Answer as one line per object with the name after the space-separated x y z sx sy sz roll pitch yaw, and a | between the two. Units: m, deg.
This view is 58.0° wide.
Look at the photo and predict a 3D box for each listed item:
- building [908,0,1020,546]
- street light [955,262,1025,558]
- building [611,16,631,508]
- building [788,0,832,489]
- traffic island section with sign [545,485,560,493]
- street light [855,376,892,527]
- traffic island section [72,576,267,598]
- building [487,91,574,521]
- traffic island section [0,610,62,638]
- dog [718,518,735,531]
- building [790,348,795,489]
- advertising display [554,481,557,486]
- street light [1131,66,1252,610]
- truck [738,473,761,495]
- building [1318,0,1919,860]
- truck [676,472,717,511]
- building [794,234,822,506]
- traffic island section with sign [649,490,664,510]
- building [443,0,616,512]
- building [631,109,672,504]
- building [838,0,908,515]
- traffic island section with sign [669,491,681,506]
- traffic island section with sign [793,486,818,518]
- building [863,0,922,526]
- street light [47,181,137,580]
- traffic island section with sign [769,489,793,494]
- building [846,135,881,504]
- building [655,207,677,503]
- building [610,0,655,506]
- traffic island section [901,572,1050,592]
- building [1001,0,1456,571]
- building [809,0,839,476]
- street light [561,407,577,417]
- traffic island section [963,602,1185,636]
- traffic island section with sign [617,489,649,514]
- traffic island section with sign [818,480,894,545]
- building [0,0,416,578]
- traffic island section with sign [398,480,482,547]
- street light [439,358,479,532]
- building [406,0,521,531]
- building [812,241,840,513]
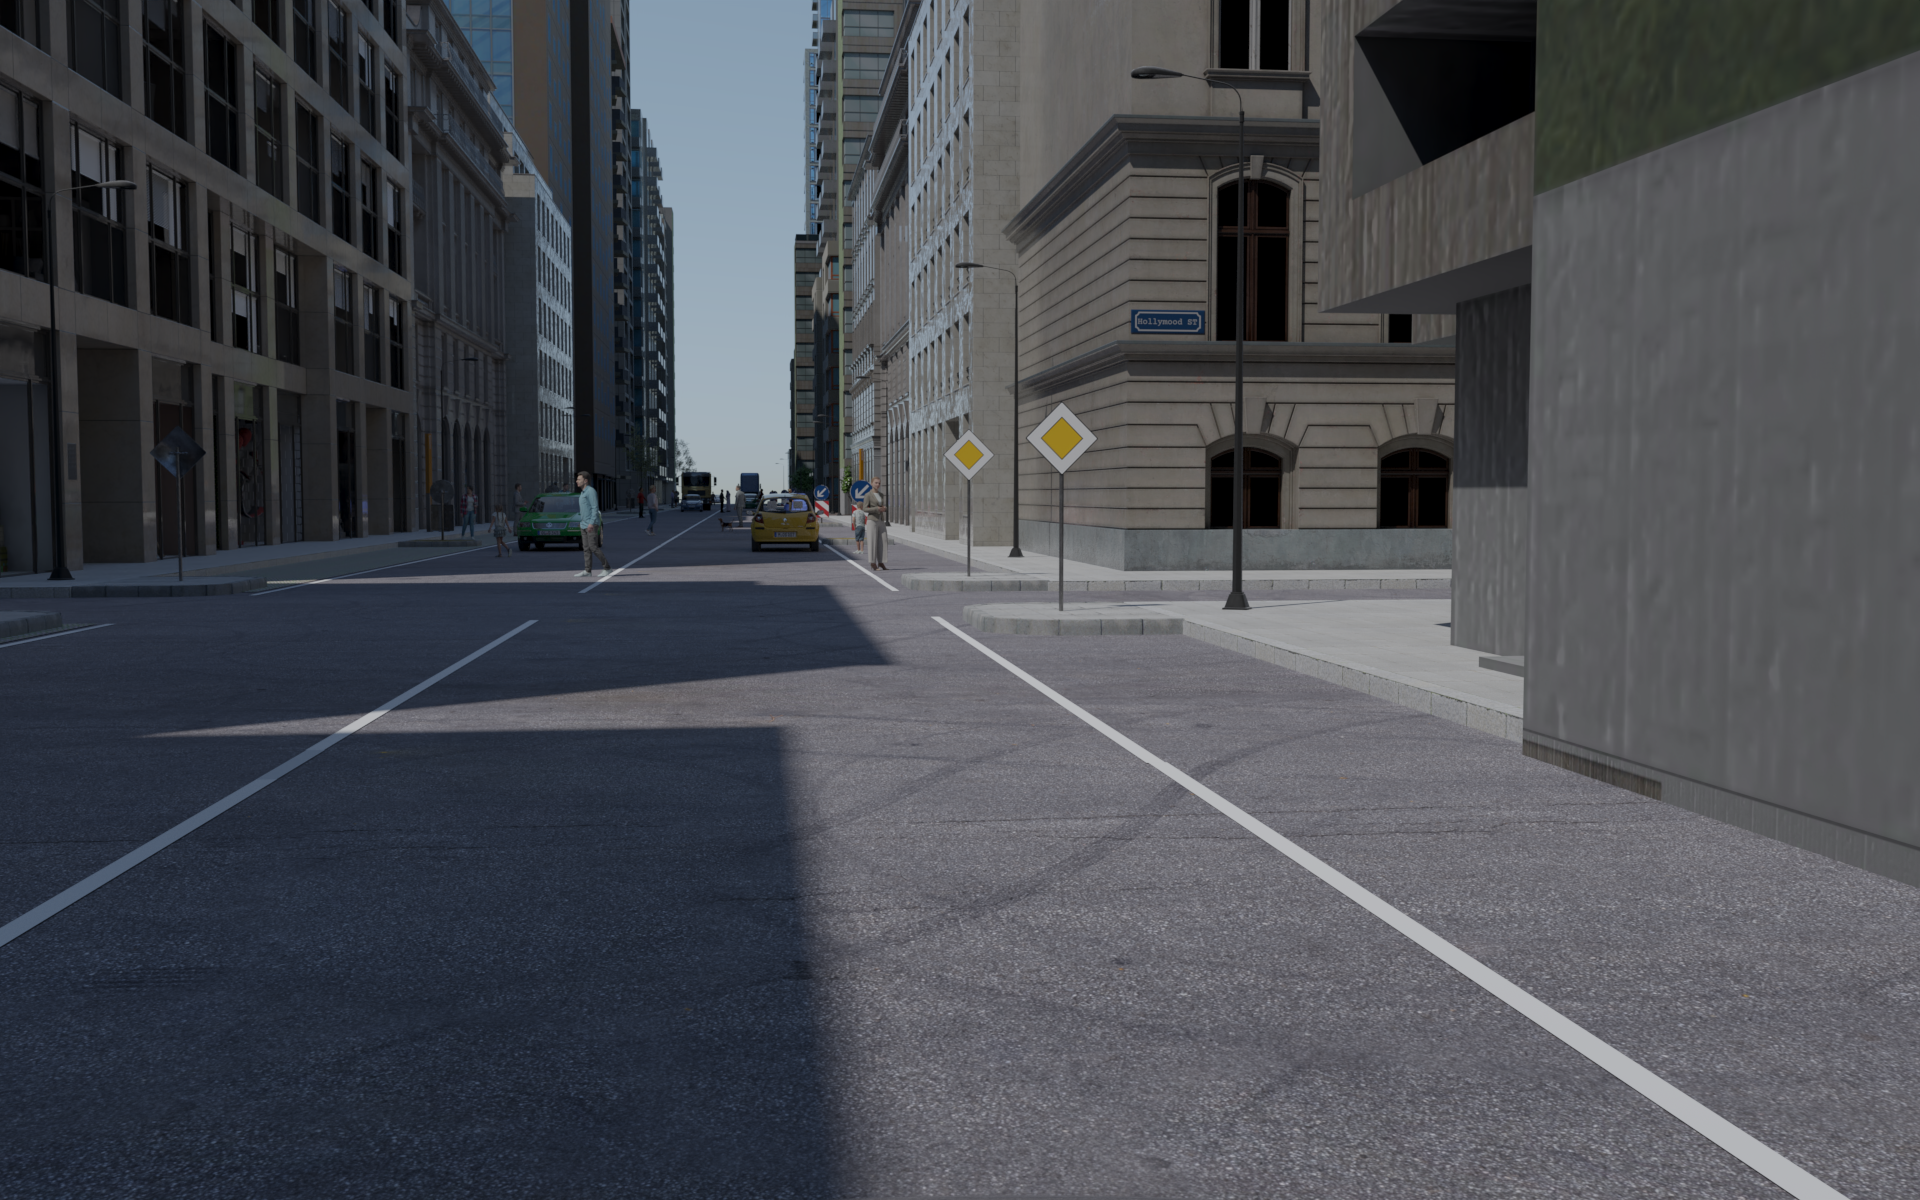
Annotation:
4.454 -11.980 50.618 10.420 20.320 16.860 0 4 -7 | building
0.598 -3.812 34.871 1.470 5.913 1.316 0 4 -7 | street light
-41.593 -30.673 156.132 22.147 44.769 28.867 0 4 -7 | building
-12.982 -56.981 244.311 22.319 86.520 31.000 0 4 -7 | building
-17.530 -4.040 74.686 1.989 1.847 2.006 0 4 -7 | traffic island section with sign
-3.409 -5.845 68.110 1.470 5.913 1.316 0 4 -7 | street light
-11.498 -0.198 25.512 2.009 0.180 2.903 0 4 -7 | traffic island section
-26.363 -14.407 90.300 10.420 20.320 16.860 0 4 -7 | building
-10.528 0.287 17.586 2.009 0.180 2.903 0 4 -7 | traffic island section
-8.985 -2.893 66.590 0.540 0.507 0.406 -2 4 -28 | dog
-7.063 -22.744 216.901 27.650 21.520 28.899 0 4 -7 | building
-20.698 -5.105 88.678 0.123 1.923 0.974 -1 4 -15 | advertising display
2.547 -2.844 19.049 1.470 5.913 1.316 0 4 -7 | street light
-25.683 -13.625 212.529 2.967 4.110 18.799 0 4 -8 | truck
9.804 -14.667 11.515 14.160 30.474 14.107 0 4 -7 | building
-23.146 -9.547 152.019 3.469 3.379 9.791 -1 4 -9 | truck
-11.566 -25.857 194.456 14.160 30.474 14.107 0 4 -7 | building
-26.951 -8.743 151.583 1.989 1.847 2.006 0 4 -7 | traffic island section with sign
-34.658 -29.676 135.308 14.600 45.320 14.200 0 4 -7 | building
-48.500 -36.484 216.121 23.786 49.044 30.456 0 4 -7 | building
-0.887 -26.181 111.662 14.154 41.232 14.086 0 4 -7 | building
-33.597 -12.067 205.921 1.989 1.847 2.006 0 4 -7 | traffic island section with sign
-6.236 -4.144 76.375 1.989 1.847 2.006 0 4 -7 | traffic island section with sign
3.422 -14.059 71.671 13.314 21.916 24.055 0 4 -7 | building
-12.900 -3.256 25.769 1.470 5.913 1.316 0 4 -7 | street light
-15.610 -8.828 152.962 1.989 1.847 2.006 0 4 -7 | traffic island section with sign
-0.685 -14.930 93.253 9.793 20.994 18.267 0 4 -7 | building
-46.759 -33.983 239.211 14.154 41.232 14.086 0 4 -7 | building
-44.487 -45.994 190.259 20.563 71.187 20.611 0 4 -7 | building
0.157 -0.284 26.928 2.009 0.180 2.903 0 4 -7 | traffic island section
18.904 -13.215 35.147 34.723 24.649 14.460 0 4 -7 | building
-2.038 -33.221 162.776 23.786 49.044 30.456 0 4 -7 | building
-21.167 -7.320 92.215 1.470 5.913 1.316 0 4 -7 | street light
1.128 0.201 19.002 2.009 0.180 2.903 0 4 -7 | traffic island section
-23.624 -7.086 124.481 1.989 1.847 2.006 0 4 -7 | traffic island section with sign
-2.963 -2.507 49.619 1.989 1.847 2.006 0 4 -7 | traffic island section with sign
-25.887 -14.391 39.811 19.350 26.468 34.151 0 4 -7 | building
-14.188 -2.371 47.396 1.989 1.847 2.006 0 4 -7 | traffic island section with sign
-17.064 -5.287 58.988 1.470 5.913 1.316 0 4 -7 | street light
-25.822 -13.910 69.223 13.314 21.916 24.055 0 4 -7 | building
2.957 -17.694 134.344 27.650 21.520 28.899 0 4 -7 | building
